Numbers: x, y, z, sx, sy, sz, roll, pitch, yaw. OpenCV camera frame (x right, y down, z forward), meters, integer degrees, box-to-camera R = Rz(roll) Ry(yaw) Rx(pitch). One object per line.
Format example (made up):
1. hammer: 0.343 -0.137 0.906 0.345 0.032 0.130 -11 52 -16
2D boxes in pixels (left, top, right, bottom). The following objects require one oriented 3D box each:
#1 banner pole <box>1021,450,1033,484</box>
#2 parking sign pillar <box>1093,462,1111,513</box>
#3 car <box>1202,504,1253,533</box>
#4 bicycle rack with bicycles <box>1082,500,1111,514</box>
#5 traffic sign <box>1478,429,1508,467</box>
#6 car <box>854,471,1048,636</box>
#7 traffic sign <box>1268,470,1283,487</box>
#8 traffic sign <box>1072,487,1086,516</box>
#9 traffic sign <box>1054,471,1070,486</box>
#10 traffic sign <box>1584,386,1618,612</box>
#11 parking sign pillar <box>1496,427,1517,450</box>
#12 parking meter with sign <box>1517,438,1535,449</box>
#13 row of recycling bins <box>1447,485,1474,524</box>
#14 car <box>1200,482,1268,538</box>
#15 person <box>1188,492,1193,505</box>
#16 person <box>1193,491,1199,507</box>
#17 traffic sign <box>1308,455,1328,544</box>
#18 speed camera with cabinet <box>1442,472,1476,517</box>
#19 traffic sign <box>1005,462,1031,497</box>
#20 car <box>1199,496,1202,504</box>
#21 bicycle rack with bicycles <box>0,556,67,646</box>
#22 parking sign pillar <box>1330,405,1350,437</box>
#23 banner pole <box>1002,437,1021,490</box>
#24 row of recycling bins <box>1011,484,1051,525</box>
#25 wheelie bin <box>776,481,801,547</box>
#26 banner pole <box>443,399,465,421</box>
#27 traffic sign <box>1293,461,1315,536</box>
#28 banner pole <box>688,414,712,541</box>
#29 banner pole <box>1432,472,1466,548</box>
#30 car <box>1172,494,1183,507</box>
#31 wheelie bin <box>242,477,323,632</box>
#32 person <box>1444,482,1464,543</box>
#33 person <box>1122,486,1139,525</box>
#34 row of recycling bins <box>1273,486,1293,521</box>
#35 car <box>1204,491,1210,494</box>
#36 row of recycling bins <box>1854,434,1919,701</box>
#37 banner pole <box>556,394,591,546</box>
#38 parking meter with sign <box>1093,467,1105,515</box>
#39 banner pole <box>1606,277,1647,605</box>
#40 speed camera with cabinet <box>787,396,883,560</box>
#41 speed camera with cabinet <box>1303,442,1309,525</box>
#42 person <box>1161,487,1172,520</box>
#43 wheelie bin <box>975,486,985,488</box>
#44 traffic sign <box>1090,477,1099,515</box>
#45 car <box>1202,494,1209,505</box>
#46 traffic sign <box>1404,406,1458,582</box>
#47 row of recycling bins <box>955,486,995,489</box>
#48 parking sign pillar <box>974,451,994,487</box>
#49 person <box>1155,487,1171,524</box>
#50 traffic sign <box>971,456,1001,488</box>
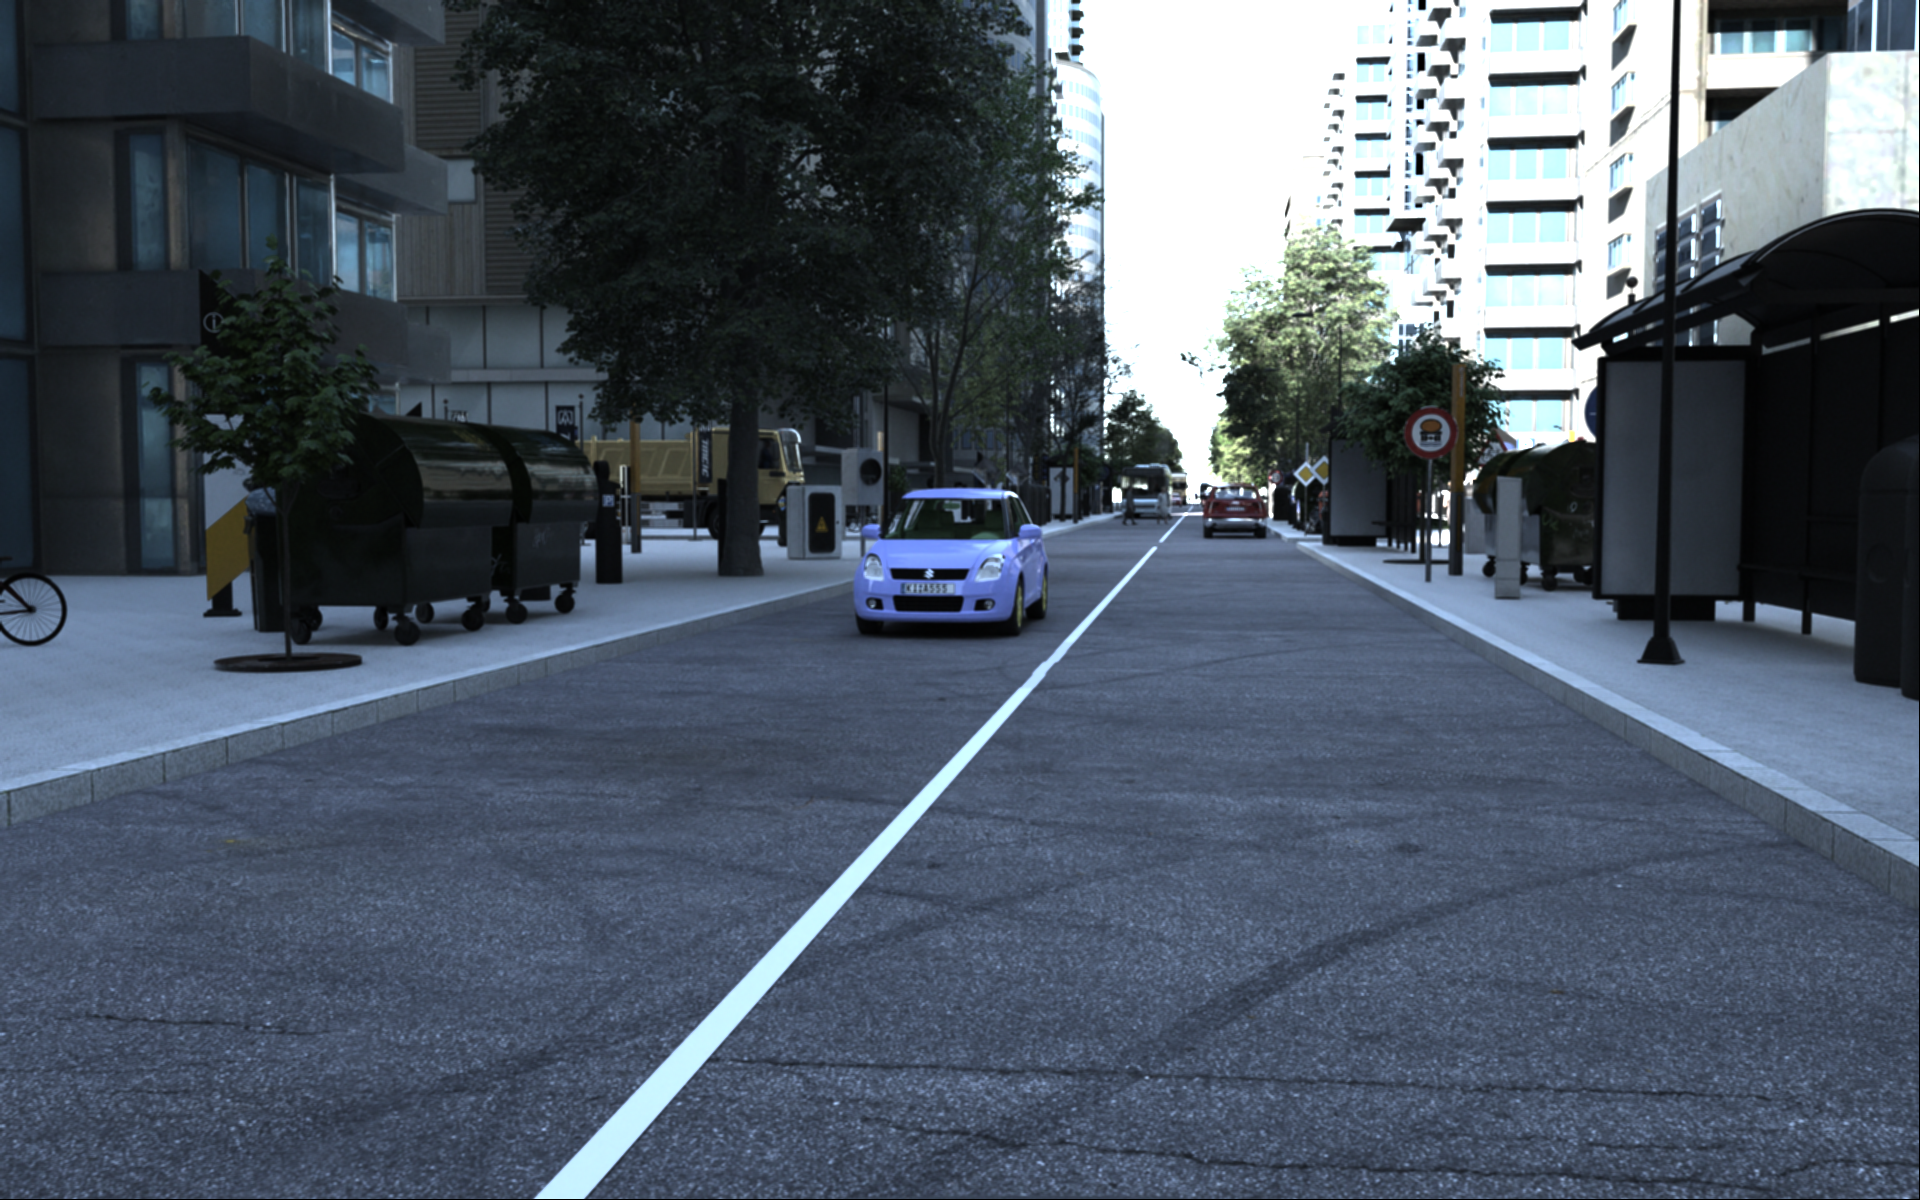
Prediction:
1. banner pole: 3.809 -6.586 97.699 0.863 3.779 0.401 -2 4 -30
2. parking sign pillar: 9.851 -8.025 119.684 1.447 3.967 1.447 2 4 26
3. car: 10.206 -3.292 65.822 2.014 1.417 4.499 0 4 6
4. bicycle rack with bicycles: 8.603 -6.188 114.549 2.925 0.926 2.852 -1 4 -19
5. traffic sign: 10.642 -2.114 34.573 0.884 2.594 0.081 1 4 13
6. car: -0.034 -0.560 18.754 1.945 1.707 3.694 1 4 9
7. traffic sign: 16.873 -5.656 92.581 0.768 2.556 0.104 1 4 15
8. traffic sign: 6.141 -6.453 99.379 2.265 3.308 0.079 1 4 15
9. traffic sign: 5.033 -5.179 85.860 0.795 2.450 0.064 1 4 10
10. traffic sign: 7.151 -1.142 18.776 0.768 2.556 0.104 1 4 16
11. parking sign pillar: 20.133 -4.627 64.128 1.447 3.967 1.447 -3 5 -41
12. parking meter with sign: 18.198 -3.578 54.753 0.543 3.016 1.738 3 5 40
13. row of recycling bins: 22.087 -4.159 75.107 1.069 1.692 3.534 0 4 -7
14. car: 9.132 -2.999 57.709 2.281 1.827 5.304 0 4 8
15. person: 30.135 -13.361 227.745 1.217 1.735 0.721 -1 4 -20
16. person: 26.844 -11.541 197.069 0.709 1.838 0.599 0 4 6
17. traffic sign: 9.338 -2.497 44.465 0.795 2.450 0.064 0 4 8
18. speed camera with cabinet: 27.397 -6.168 95.185 2.038 3.252 0.660 2 4 25
19. traffic sign: 1.797 -3.056 53.609 0.795 2.450 0.064 0 4 8
20. car: 34.337 -14.202 241.238 2.155 1.783 4.494 0 4 6
21. bicycle rack with bicycles: -9.080 -0.016 13.638 2.925 0.926 2.852 0 4 4
22. parking sign pillar: 11.806 -3.892 52.102 1.447 3.967 1.447 0 4 6
23. banner pole: 2.107 -5.225 75.438 0.401 3.779 0.863 3 4 38
24. row of recycling bins: 2.878 -3.911 71.057 1.069 1.692 3.534 1 4 15
25. wheelie bin: -4.055 -2.112 42.438 0.693 1.594 0.980 1 4 22
26. banner pole: -13.345 -3.409 45.762 0.401 3.779 0.863 3 5 44
27. traffic sign: 10.453 -2.980 52.373 0.795 2.450 0.064 0 4 8
28. banner pole: -7.101 -3.514 47.479 0.863 3.779 0.401 2 4 32
29. banner pole: 11.777 -3.154 41.586 0.863 3.779 0.401 0 4 -6
30. car: 23.561 -11.130 191.020 2.155 1.783 4.494 0 4 7
31. wheelie bin: -6.371 -0.513 16.293 0.693 1.594 0.980 -2 4 -29
32. person: 13.290 -2.303 46.488 0.599 1.781 0.374 1 4 17
33. person: 7.920 -4.396 80.479 0.767 1.812 0.694 1 4 9
34. row of recycling bins: 16.427 -4.774 85.174 1.069 1.692 3.534 3 5 39
35. car: 28.571 -11.530 197.181 2.281 1.827 5.304 1 4 8
36. row of recycling bins: 6.319 -0.195 10.305 1.069 1.692 3.534 0 4 8
37. banner pole: -9.660 -3.253 43.197 0.863 3.779 0.401 0 4 -3
38. parking meter with sign: 8.678 -6.899 109.058 0.543 3.016 1.738 1 4 15
39. banner pole: 7.710 -1.823 19.818 0.401 3.779 0.863 0 4 6
40. speed camera with cabinet: -2.476 -2.456 34.493 2.038 3.252 0.660 -3 5 -42
41. speed camera with cabinet: 13.732 -4.365 65.697 0.660 3.252 2.038 -2 4 -27
42. person: 11.463 -5.370 96.401 0.767 1.812 0.694 0 4 5
43. wheelie bin: 0.924 -3.647 67.530 0.980 1.594 0.693 1 4 8
44. traffic sign: 8.047 -6.445 105.481 0.768 2.556 0.104 1 4 17
45. car: 27.142 -10.907 187.363 2.155 1.783 4.494 0 4 7
46. traffic sign: 6.843 -1.537 25.238 0.768 2.556 0.104 1 4 11
47. row of recycling bins: 1.309 -4.957 88.163 3.534 1.692 1.069 0 4 4
48. parking sign pillar: 1.485 -7.247 106.962 1.447 3.967 1.447 3 5 43
49. person: 9.699 -4.520 82.750 0.694 1.780 0.624 -1 4 -20
50. traffic sign: 0.682 -2.572 45.702 0.795 2.450 0.064 0 4 8
